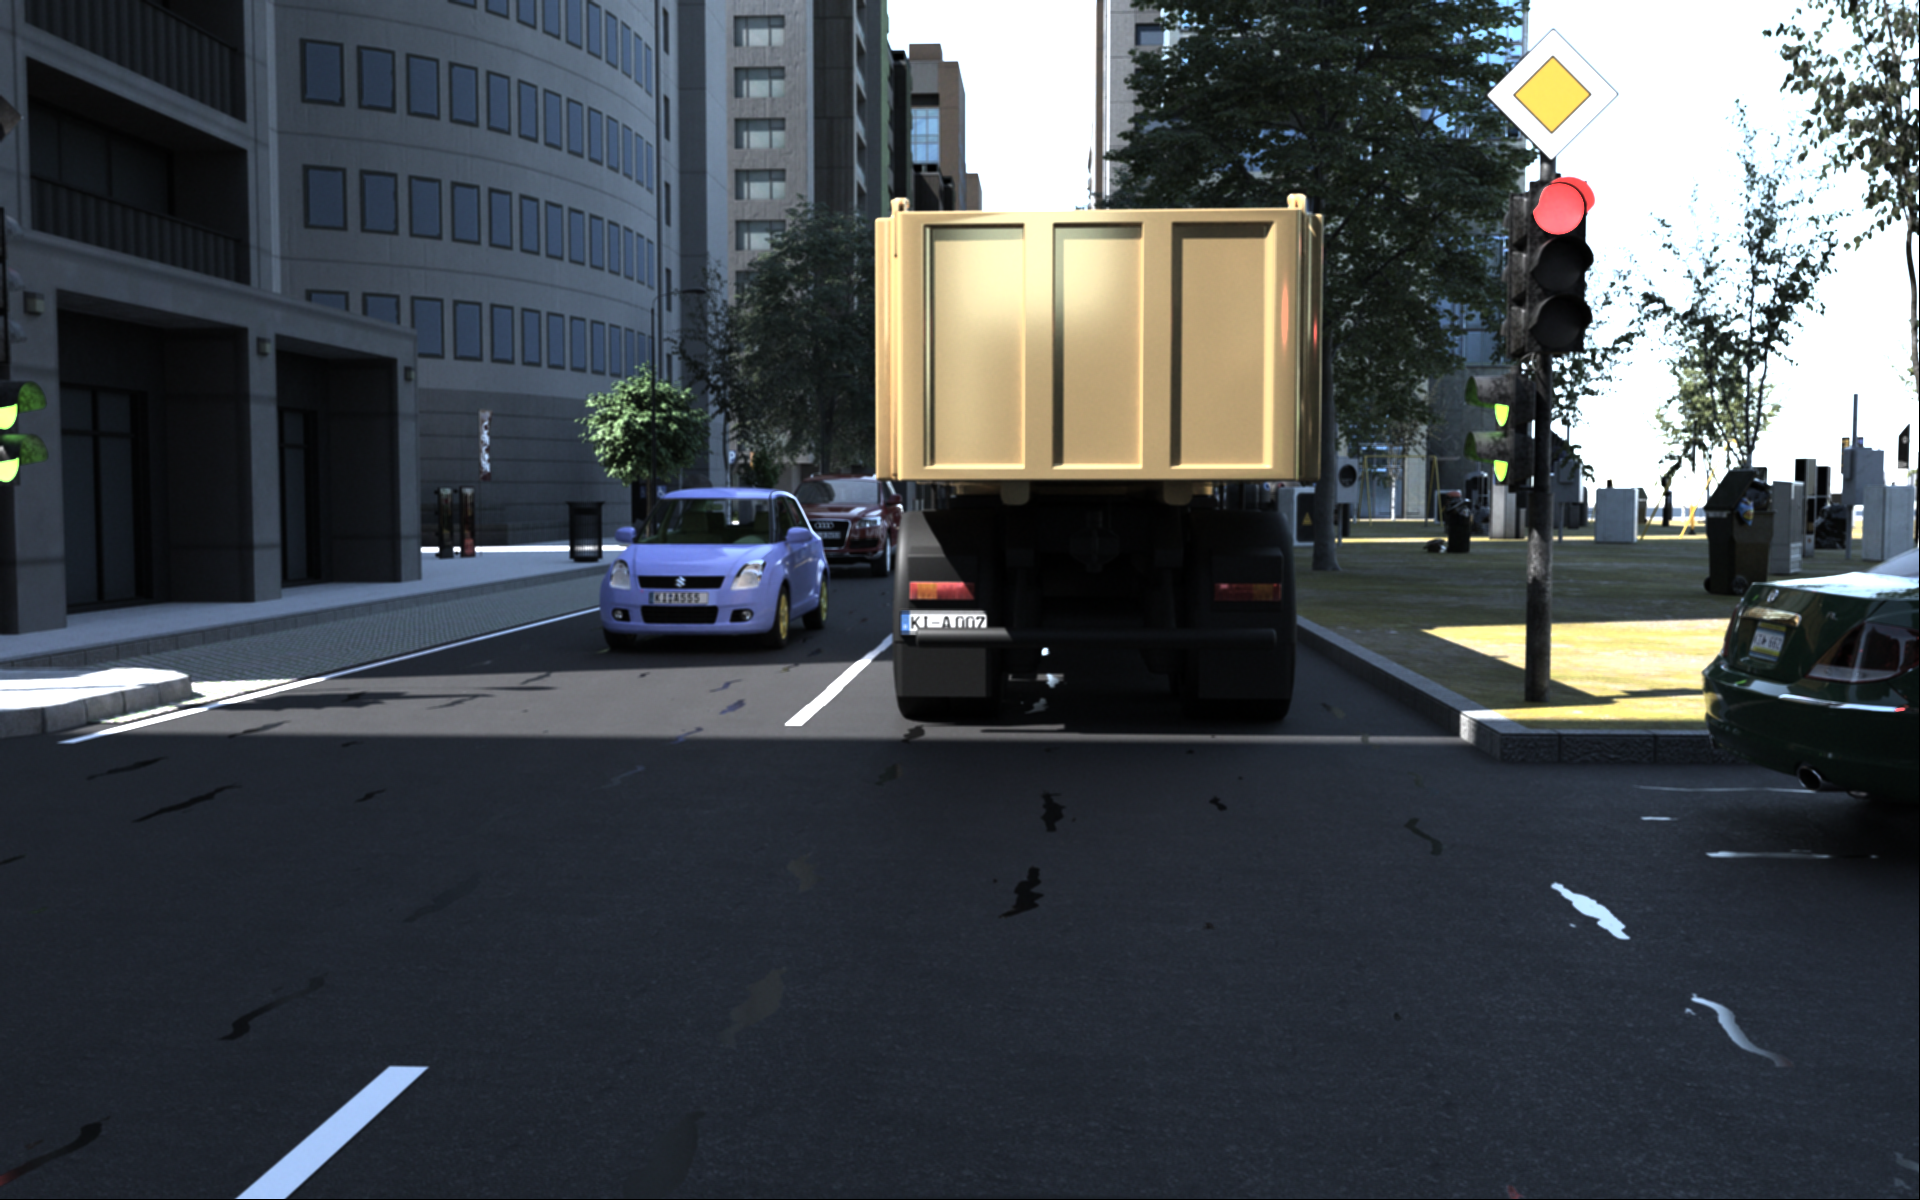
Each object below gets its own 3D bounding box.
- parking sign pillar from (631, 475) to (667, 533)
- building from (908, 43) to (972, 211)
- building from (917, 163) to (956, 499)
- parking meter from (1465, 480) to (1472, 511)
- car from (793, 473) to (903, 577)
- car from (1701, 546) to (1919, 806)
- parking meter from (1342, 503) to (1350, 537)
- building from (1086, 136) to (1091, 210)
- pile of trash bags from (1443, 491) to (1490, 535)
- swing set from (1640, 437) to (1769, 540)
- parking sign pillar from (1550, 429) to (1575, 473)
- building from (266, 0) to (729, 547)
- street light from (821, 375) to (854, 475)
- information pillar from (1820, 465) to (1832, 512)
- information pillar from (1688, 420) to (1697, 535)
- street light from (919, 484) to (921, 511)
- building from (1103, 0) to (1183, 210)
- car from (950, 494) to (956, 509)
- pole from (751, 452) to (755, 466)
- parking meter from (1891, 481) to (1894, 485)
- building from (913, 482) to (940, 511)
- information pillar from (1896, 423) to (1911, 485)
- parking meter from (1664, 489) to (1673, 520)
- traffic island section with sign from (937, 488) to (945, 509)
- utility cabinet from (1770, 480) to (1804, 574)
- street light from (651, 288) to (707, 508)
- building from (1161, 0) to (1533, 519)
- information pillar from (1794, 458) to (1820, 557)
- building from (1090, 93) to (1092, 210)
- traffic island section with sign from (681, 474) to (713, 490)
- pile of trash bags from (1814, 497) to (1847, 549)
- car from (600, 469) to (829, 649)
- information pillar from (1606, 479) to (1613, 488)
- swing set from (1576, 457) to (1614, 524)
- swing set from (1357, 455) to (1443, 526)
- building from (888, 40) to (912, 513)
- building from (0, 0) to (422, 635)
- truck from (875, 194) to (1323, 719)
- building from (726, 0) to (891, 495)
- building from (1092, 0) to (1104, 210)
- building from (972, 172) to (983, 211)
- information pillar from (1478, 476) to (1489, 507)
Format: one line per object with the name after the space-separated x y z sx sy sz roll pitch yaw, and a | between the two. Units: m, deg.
-8.738 -3.681 48.658 1.447 3.967 1.447 -3 5 -40 | parking sign pillar
-6.631 -32.215 176.821 14.600 45.320 14.200 0 4 3 | building
-7.773 -23.217 151.293 14.160 30.474 14.107 0 4 3 | building
20.862 -3.997 71.060 0.255 1.863 0.399 1 4 12 | parking meter
-2.137 -1.410 31.727 2.281 1.827 5.304 0 4 3 | car
5.727 0.284 7.149 4.920 1.459 2.131 0 4 4 | car
11.615 -2.846 52.239 0.255 1.863 0.399 1 4 23 | parking meter
26.270 -33.893 208.777 22.147 44.769 28.867 0 4 3 | building
16.470 -2.815 55.774 1.912 1.369 3.447 -1 4 -9 | pile of trash bags
20.994 -3.108 48.438 2.862 2.851 3.119 3 5 44 | swing set
24.377 -5.022 70.580 1.447 3.967 1.447 -2 4 -27 | parking sign pillar
-20.239 -31.232 52.637 21.231 58.520 28.212 0 4 3 | building
-4.828 -5.805 67.450 1.470 5.913 1.316 0 4 3 | street light
22.202 -2.451 44.562 0.304 2.012 0.304 3 5 40 | information pillar
23.261 -3.890 54.954 0.183 3.616 0.504 1 4 16 | information pillar
-2.138 -8.756 115.697 1.470 5.913 1.316 0 4 3 | street light
21.418 -36.058 131.555 21.231 58.520 28.212 0 4 3 | building
-0.136 -6.936 123.627 2.015 1.641 3.980 0 4 3 | car
-10.087 -5.536 84.351 0.158 3.312 0.155 0 3 0 | pole
37.978 -3.948 70.269 0.255 1.863 0.399 -1 4 -11 | parking meter
-16.057 -17.429 130.003 27.650 21.520 28.899 0 4 3 | building
31.089 -4.021 57.090 0.183 3.616 0.504 -1 4 -12 | information pillar
34.614 -4.661 84.620 0.372 1.533 0.369 0 3 0 | parking meter
-1.124 -6.153 109.232 1.989 1.847 2.006 0 4 3 | traffic island section with sign
13.273 -1.168 27.771 0.318 1.500 1.173 2 4 34 | utility cabinet
-6.407 -4.081 39.258 1.470 5.913 1.316 0 4 3 | street light
20.717 -48.225 101.144 22.319 86.520 31.000 0 4 3 | building
17.182 -1.881 35.241 0.304 2.012 0.304 -2 4 -25 | information pillar
24.625 -34.210 183.030 21.300 48.544 21.600 0 4 3 | building
-5.196 -1.550 33.963 1.989 1.847 2.006 0 4 3 | traffic island section with sign
19.840 -1.892 40.687 1.912 1.369 3.447 2 4 31 | pile of trash bags
-2.365 -0.467 17.219 1.945 1.707 3.694 0 4 4 | car
31.488 -4.865 84.027 0.304 2.012 0.304 1 4 20 | information pillar
26.720 -4.731 74.971 3.119 2.851 2.862 3 5 45 | swing set
17.821 -4.470 70.700 3.119 2.851 2.862 0 4 3 | swing set
-10.503 -20.565 107.936 14.160 30.474 14.107 0 4 3 | building
-18.478 -35.566 19.757 20.563 71.187 20.611 0 4 3 | building
1.059 -1.147 14.686 3.469 3.379 9.791 0 4 3 | truck
-11.421 -25.075 93.566 14.154 41.232 14.086 0 4 3 | building
18.737 -30.799 153.679 14.600 45.320 14.200 0 4 3 | building
-4.075 -35.794 235.339 14.600 45.320 14.200 0 4 3 | building
21.507 -4.081 71.218 0.304 2.012 0.304 -1 4 -21 | information pillar
